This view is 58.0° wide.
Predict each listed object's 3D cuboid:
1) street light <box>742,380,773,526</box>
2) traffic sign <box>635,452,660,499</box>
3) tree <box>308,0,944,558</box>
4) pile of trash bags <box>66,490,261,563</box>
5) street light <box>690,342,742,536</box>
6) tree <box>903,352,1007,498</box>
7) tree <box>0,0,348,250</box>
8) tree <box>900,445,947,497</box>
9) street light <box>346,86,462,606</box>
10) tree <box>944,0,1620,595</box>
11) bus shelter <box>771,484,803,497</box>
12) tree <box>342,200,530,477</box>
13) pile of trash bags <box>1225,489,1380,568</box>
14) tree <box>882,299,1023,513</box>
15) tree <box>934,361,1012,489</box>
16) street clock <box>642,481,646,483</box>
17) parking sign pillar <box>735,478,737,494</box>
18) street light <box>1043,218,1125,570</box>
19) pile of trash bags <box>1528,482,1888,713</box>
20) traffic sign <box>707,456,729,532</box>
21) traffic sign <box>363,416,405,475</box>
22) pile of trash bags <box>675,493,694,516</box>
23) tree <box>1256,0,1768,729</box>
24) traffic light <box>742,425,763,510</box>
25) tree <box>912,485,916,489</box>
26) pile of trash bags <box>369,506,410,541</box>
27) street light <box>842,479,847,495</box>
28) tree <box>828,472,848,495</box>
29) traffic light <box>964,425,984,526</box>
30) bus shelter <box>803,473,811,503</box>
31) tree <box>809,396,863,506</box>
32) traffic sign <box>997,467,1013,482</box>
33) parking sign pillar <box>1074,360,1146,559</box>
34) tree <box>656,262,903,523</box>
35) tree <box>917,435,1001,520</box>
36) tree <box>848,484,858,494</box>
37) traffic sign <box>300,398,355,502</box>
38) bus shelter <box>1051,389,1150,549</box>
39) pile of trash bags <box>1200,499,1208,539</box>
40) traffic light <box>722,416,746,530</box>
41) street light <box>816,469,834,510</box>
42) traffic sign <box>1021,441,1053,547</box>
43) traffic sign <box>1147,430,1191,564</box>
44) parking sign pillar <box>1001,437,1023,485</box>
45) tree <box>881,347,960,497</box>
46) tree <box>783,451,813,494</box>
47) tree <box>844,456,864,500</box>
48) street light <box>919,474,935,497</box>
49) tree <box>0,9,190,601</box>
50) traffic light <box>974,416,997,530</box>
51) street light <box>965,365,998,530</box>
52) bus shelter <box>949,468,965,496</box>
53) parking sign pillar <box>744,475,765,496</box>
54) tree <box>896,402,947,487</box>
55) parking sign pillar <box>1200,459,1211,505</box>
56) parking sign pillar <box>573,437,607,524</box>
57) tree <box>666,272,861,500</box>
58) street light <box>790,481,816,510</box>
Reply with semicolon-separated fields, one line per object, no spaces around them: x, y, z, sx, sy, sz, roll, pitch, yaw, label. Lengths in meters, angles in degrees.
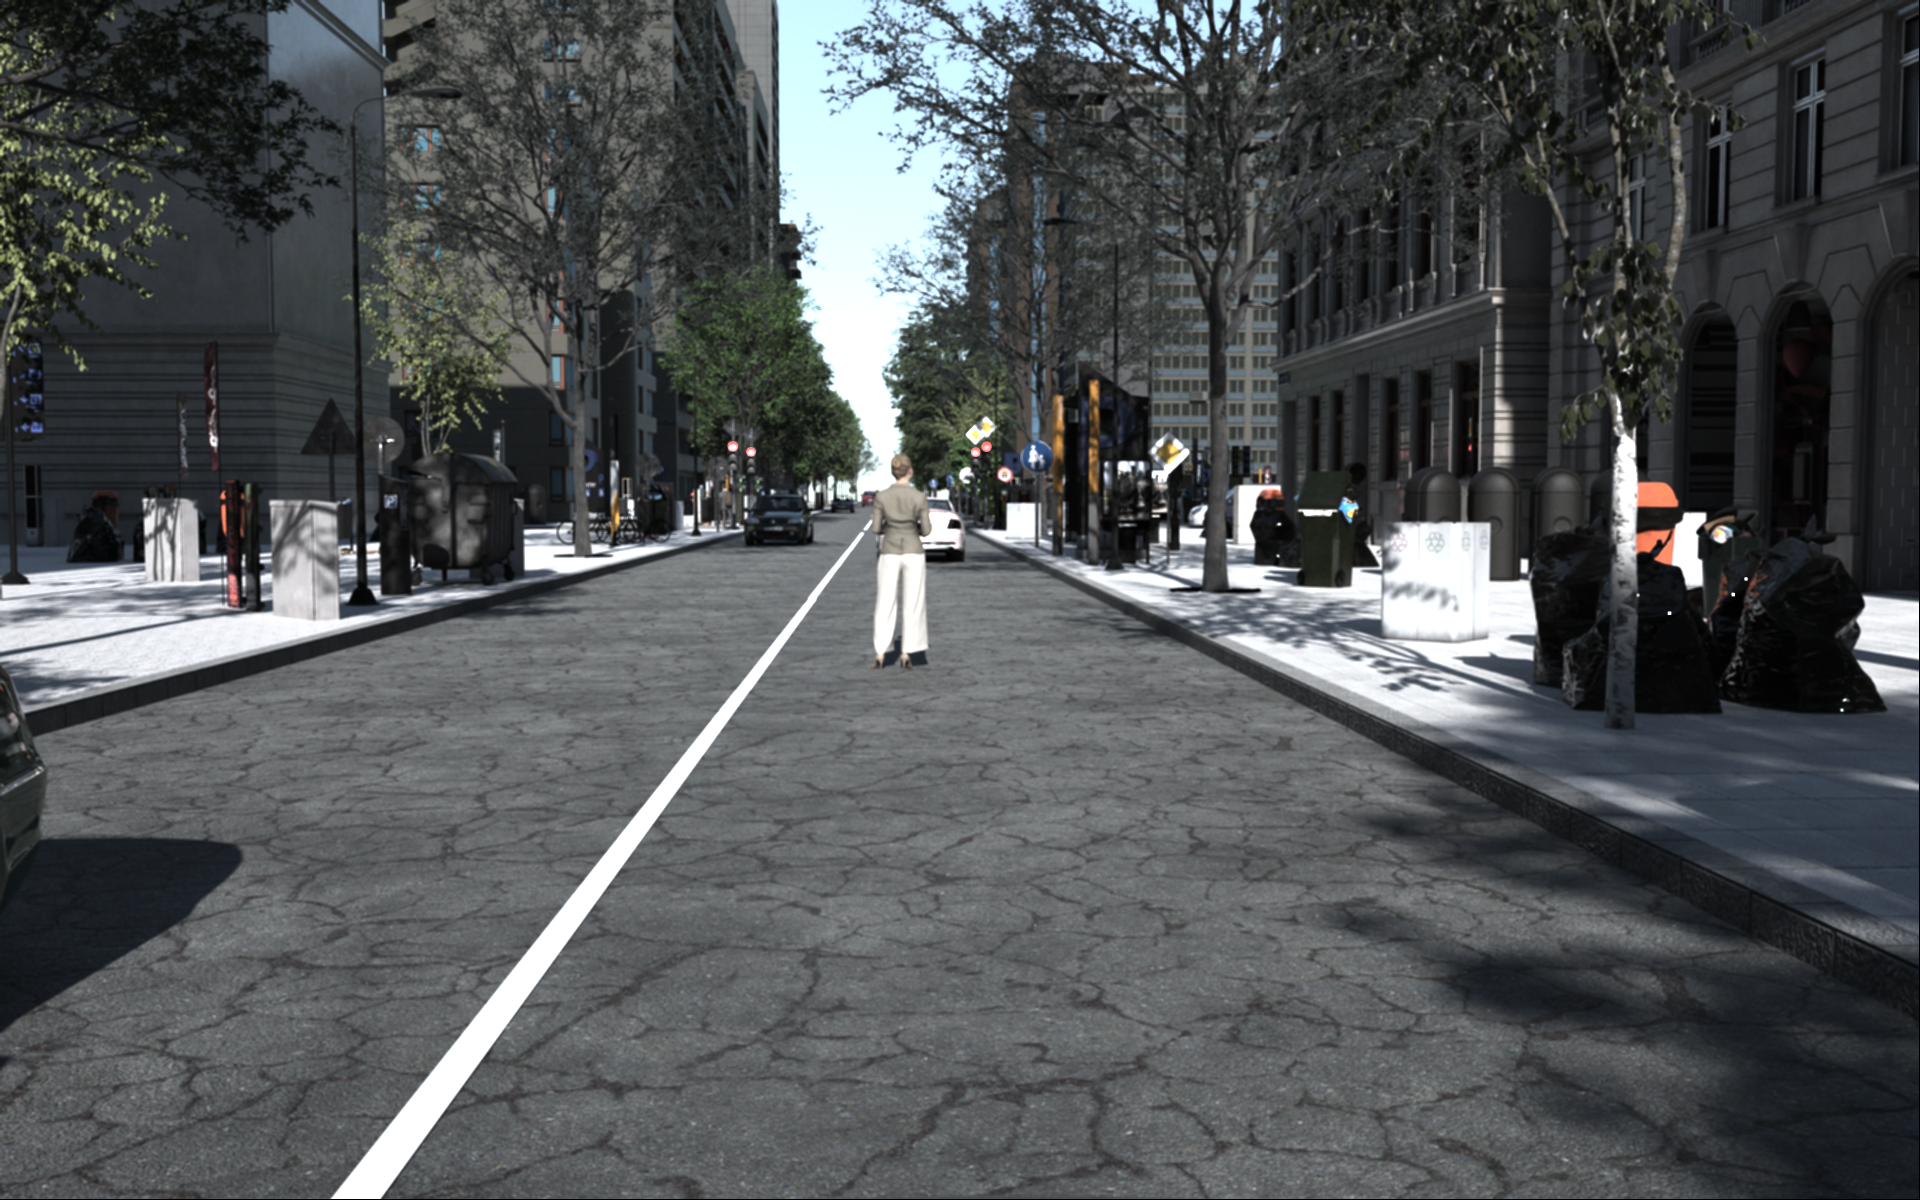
-8.290;-5.983;70.368;1.470;5.913;1.316;0;4;-2;street light
-9.533;-3.227;52.869;0.768;2.556;0.104;0;4;2;traffic sign
-7.820;-7.613;34.851;12.009;13.543;11.850;0;3;0;tree
-15.294;-1.433;33.177;3.447;1.369;1.912;0;4;-3;pile of trash bags
-7.547;-4.918;52.953;1.470;5.913;1.316;0;4;-2;street light
-0.158;-12.173;124.782;9.928;11.665;9.643;0;3;0;tree
-7.914;-4.747;12.023;7.601;10.594;8.767;0;4;-3;tree
-3.903;-19.170;230.429;9.611;12.733;9.660;0;3;0;tree
-6.371;-2.895;19.874;1.470;5.913;1.316;0;4;-2;street light
3.384;-6.838;22.166;12.009;13.543;11.850;0;3;0;tree
-11.758;-7.411;115.085;2.014;3.302;5.546;0;4;-2;bus shelter
-12.843;-5.646;42.667;4.737;8.622;4.395;0;3;0;tree
6.173;-1.332;31.537;1.912;1.369;3.447;-1;4;-13;pile of trash bags
-0.166;-12.515;111.272;9.857;13.997;8.962;0;3;0;tree
0.915;-8.912;96.076;4.737;8.622;4.395;0;3;0;tree
-16.845;-5.414;93.091;0.471;2.002;0.358;2;4;32;street clock
-18.212;-9.496;143.724;1.447;3.967;1.447;1;4;19;parking sign pillar
2.091;-3.471;29.284;1.470;5.913;1.316;0;4;-2;street light
4.815;-0.116;11.648;1.912;1.369;3.447;1;4;12;pile of trash bags
-8.149;-3.556;58.252;0.768;2.556;0.104;0;4;7;traffic sign
-9.465;-1.728;28.354;0.768;2.556;0.104;0;4;6;traffic sign
-16.659;-5.807;104.704;1.912;1.369;3.447;1;4;15;pile of trash bags
3.386;-3.602;9.249;4.360;8.622;3.978;0;3;0;tree
-8.397;-4.958;69.988;0.839;4.253;0.868;0;4;-2;traffic light
-2.521;-12.299;184.794;4.285;4.588;4.351;0;3;0;tree
-14.345;-2.266;46.805;3.447;1.369;1.912;2;4;34;pile of trash bags
-12.536;-12.655;179.457;1.470;5.913;1.316;0;4;-2;street light
-15.050;-16.252;216.088;4.737;8.622;4.395;0;3;0;tree
0.607;-4.981;70.355;0.839;4.253;0.868;0;4;-2;traffic light
-12.580;-8.624;134.927;2.014;3.302;5.546;0;4;-2;bus shelter
-14.091;-16.510;188.062;7.486;12.596;7.792;0;3;0;tree
2.075;-4.924;80.610;0.768;2.556;0.104;0;4;1;traffic sign
2.999;-2.818;34.543;1.447;3.967;1.447;0;4;7;parking sign pillar
-9.566;-9.190;76.015;9.928;11.665;9.643;0;3;0;tree
0.864;-6.313;86.938;4.285;4.588;4.351;0;3;0;tree
-18.143;-18.280;293.479;1.663;3.219;1.824;0;3;0;tree
-8.514;-1.437;23.494;0.884;2.594;0.081;0;4;4;traffic sign
3.347;-3.100;41.973;1.731;3.624;6.357;0;4;-2;bus shelter
7.918;-2.439;49.627;1.912;1.369;3.447;0;4;4;pile of trash bags
-8.084;-4.470;62.009;0.839;4.253;0.868;0;4;-2;traffic light
-10.868;-10.029;136.518;1.470;5.913;1.316;0;4;-2;street light
1.864;-2.556;41.895;0.768;2.556;0.104;0;4;4;traffic sign
3.792;-1.855;31.511;0.795;2.450;0.064;0;4;5;traffic sign
2.461;-5.713;81.877;1.447;3.967;1.447;3;4;36;parking sign pillar
-2.833;-21.516;207.672;12.611;20.169;13.585;0;3;0;tree
-14.250;-9.791;143.788;4.285;4.588;4.351;0;3;0;tree
-18.001;-20.568;286.656;4.360;8.622;3.978;0;3;0;tree
-2.881;-11.181;155.356;1.470;5.913;1.316;0;4;-2;street light
-11.636;-4.310;20.836;4.737;8.622;4.395;0;3;0;tree
0.920;-4.493;62.376;0.839;4.253;0.868;0;4;-2;traffic light
0.765;-5.493;62.357;1.470;5.913;1.316;0;4;-2;street light
0.010;-9.958;140.448;2.179;5.291;8.768;0;4;-2;bus shelter
-16.218;-9.228;139.342;1.447;3.967;1.447;-3;5;-41;parking sign pillar
-2.819;-15.633;173.725;7.486;12.596;7.792;0;3;0;tree
18.943;-8.810;132.511;1.447;3.967;1.447;-2;4;-32;parking sign pillar
-15.971;-5.266;74.566;1.447;3.967;1.447;2;4;26;parking sign pillar
-10.513;-10.550;89.501;9.611;12.733;9.660;0;3;0;tree
-9.552;-8.006;103.444;1.470;5.913;1.316;0;4;-2;street light
